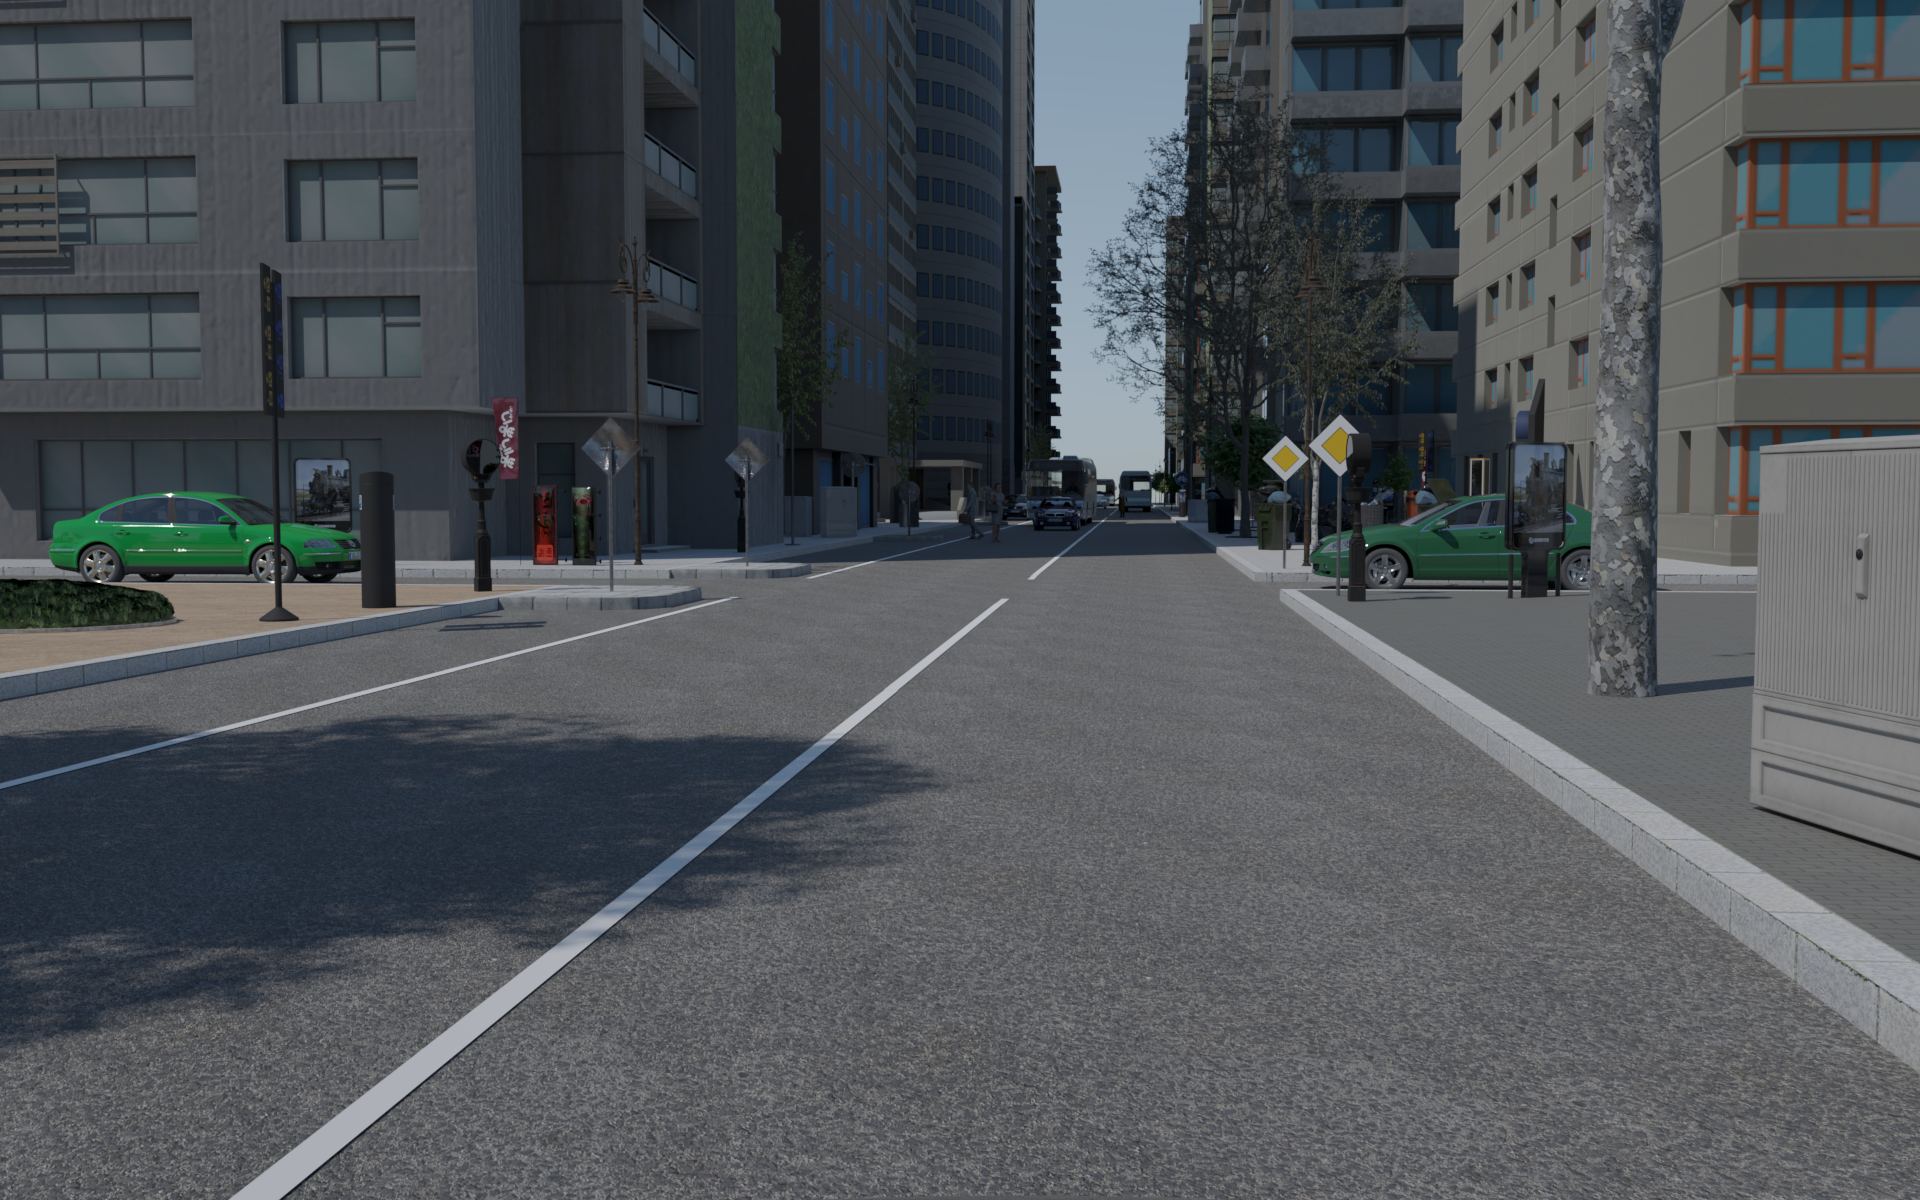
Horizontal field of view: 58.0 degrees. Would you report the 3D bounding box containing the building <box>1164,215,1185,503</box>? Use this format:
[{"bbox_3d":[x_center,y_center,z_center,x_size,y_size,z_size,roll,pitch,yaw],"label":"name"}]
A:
[{"bbox_3d":[37.224,-34.950,255.023,14.154,41.232,14.086,0,4,6],"label":"building"}]

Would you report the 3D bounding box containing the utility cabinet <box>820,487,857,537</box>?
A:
[{"bbox_3d":[-3.573,-2.600,51.194,1.173,1.500,0.318,-3,5,-43],"label":"utility cabinet"}]

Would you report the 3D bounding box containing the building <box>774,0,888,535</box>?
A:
[{"bbox_3d":[-10.409,-25.070,60.009,14.600,45.320,14.200,0,4,6],"label":"building"}]

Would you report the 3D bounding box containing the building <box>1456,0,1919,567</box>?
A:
[{"bbox_3d":[29.390,-12.060,42.217,28.899,21.520,27.650,0,4,6],"label":"building"}]

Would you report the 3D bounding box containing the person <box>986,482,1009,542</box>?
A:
[{"bbox_3d":[1.093,-2.620,51.690,0.716,1.782,0.532,-2,4,-33],"label":"person"}]

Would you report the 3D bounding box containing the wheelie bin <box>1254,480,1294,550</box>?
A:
[{"bbox_3d":[7.184,-1.941,39.638,0.693,1.594,0.980,-3,4,-37],"label":"wheelie bin"}]

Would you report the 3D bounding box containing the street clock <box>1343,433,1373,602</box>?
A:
[{"bbox_3d":[4.743,-0.984,20.656,0.358,2.002,0.471,0,4,2],"label":"street clock"}]

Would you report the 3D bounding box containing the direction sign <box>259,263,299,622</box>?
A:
[{"bbox_3d":[-6.902,-1.557,17.451,0.379,3.537,0.876,-1,4,-10],"label":"direction sign"}]

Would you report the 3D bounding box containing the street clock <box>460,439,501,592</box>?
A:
[{"bbox_3d":[-6.284,-1.113,22.761,0.471,2.002,0.358,-2,4,-33],"label":"street clock"}]

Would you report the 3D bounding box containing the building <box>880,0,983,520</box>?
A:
[{"bbox_3d":[-15.303,-24.567,93.558,32.217,40.220,23.993,0,4,6],"label":"building"}]

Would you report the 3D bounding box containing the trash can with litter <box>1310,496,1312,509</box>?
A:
[{"bbox_3d":[14.151,-3.637,70.523,1.678,1.210,2.233,-3,5,-40],"label":"trash can with litter"}]

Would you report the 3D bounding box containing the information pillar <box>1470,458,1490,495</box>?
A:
[{"bbox_3d":[10.734,-1.915,35.796,0.304,2.012,0.304,3,5,41],"label":"information pillar"}]

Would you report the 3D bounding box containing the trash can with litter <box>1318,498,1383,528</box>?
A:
[{"bbox_3d":[8.049,-1.313,32.526,2.233,1.210,1.678,2,4,25],"label":"trash can with litter"}]

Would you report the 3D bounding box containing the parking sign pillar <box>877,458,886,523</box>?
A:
[{"bbox_3d":[-4.075,-5.496,78.332,1.447,3.967,1.447,1,4,22],"label":"parking sign pillar"}]

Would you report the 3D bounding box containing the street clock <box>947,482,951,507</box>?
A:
[{"bbox_3d":[-0.600,-6.200,105.938,0.358,2.002,0.471,1,4,21],"label":"street clock"}]

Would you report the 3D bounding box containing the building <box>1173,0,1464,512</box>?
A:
[{"bbox_3d":[32.261,-33.166,161.876,23.786,49.044,30.456,0,4,6],"label":"building"}]

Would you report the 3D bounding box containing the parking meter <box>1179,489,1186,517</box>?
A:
[{"bbox_3d":[12.276,-5.329,95.536,0.372,1.533,0.369,0,3,0],"label":"parking meter"}]

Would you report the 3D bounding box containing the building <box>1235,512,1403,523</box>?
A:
[{"bbox_3d":[25.138,-28.603,87.274,23.786,49.044,30.456,0,4,6],"label":"building"}]

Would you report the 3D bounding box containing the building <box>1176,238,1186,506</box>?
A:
[{"bbox_3d":[31.563,-25.950,195.977,14.160,30.474,14.107,0,4,6],"label":"building"}]

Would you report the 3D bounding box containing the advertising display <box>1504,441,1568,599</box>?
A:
[{"bbox_3d":[7.129,-0.993,21.450,0.974,1.923,0.123,-2,4,-31],"label":"advertising display"}]

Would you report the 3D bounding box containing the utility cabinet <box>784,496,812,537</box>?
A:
[{"bbox_3d":[-4.846,-2.496,51.963,0.306,1.237,1.020,-3,5,-43],"label":"utility cabinet"}]

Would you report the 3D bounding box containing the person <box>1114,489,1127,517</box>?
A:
[{"bbox_3d":[9.973,-5.992,107.198,0.721,1.736,1.217,3,5,44],"label":"person"}]

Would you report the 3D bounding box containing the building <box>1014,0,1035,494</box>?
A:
[{"bbox_3d":[0.365,-46.638,200.780,20.563,71.187,20.611,0,4,6],"label":"building"}]

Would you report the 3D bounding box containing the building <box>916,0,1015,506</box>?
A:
[{"bbox_3d":[-7.684,-35.336,119.747,21.231,58.520,28.212,0,4,6],"label":"building"}]

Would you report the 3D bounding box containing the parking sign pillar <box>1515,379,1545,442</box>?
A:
[{"bbox_3d":[13.163,-3.153,40.022,1.447,3.967,1.447,2,4,27],"label":"parking sign pillar"}]

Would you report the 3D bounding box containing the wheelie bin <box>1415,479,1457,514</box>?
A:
[{"bbox_3d":[9.759,-1.689,35.525,0.980,1.594,0.693,-3,4,-38],"label":"wheelie bin"}]

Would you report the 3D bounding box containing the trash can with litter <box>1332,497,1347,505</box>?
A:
[{"bbox_3d":[16.055,-3.733,72.422,1.055,1.170,0.624,-3,4,-38],"label":"trash can with litter"}]

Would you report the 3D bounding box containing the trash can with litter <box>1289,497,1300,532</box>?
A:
[{"bbox_3d":[10.826,-2.836,57.756,1.055,1.170,0.624,1,4,14],"label":"trash can with litter"}]

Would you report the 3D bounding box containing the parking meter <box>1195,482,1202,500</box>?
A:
[{"bbox_3d":[11.376,-4.709,82.696,0.255,1.863,0.399,1,4,22],"label":"parking meter"}]

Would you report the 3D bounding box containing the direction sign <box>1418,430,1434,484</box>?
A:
[{"bbox_3d":[16.454,-4.232,61.188,0.379,3.537,0.876,-1,4,-20],"label":"direction sign"}]

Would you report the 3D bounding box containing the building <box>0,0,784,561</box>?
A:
[{"bbox_3d":[-12.301,-21.683,38.110,14.154,41.232,14.086,0,4,6],"label":"building"}]

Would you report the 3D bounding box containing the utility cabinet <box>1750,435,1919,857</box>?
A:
[{"bbox_3d":[3.422,0.136,6.458,0.318,1.500,1.173,0,4,-6],"label":"utility cabinet"}]

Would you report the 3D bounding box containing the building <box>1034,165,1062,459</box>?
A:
[{"bbox_3d":[1.934,-34.962,226.247,22.147,44.769,28.867,0,4,6],"label":"building"}]

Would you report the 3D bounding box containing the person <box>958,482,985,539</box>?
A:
[{"bbox_3d":[0.359,-2.834,54.951,0.853,1.813,0.709,0,4,-2],"label":"person"}]

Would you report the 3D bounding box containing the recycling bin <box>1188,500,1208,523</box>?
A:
[{"bbox_3d":[10.744,-4.007,78.073,0.722,1.027,0.722,-1,4,-22],"label":"recycling bin"}]

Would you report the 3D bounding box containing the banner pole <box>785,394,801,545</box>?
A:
[{"bbox_3d":[-4.221,-3.277,43.590,0.401,3.779,0.863,0,4,-6],"label":"banner pole"}]

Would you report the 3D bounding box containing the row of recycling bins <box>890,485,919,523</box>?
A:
[{"bbox_3d":[-2.533,-4.329,77.888,1.069,1.692,3.534,1,4,8],"label":"row of recycling bins"}]

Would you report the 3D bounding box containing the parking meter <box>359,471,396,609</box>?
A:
[{"bbox_3d":[-6.570,-0.681,19.543,0.372,1.533,0.369,0,3,0],"label":"parking meter"}]

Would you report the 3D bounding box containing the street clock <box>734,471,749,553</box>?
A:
[{"bbox_3d":[-4.787,-2.044,37.985,0.358,2.002,0.471,-1,4,-17],"label":"street clock"}]

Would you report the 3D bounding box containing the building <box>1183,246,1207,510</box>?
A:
[{"bbox_3d":[31.431,-17.590,132.641,27.650,21.520,28.899,0,4,6],"label":"building"}]

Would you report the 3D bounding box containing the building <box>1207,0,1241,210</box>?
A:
[{"bbox_3d":[22.923,-26.162,111.340,14.154,41.232,14.086,0,4,6],"label":"building"}]

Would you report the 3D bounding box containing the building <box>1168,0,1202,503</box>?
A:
[{"bbox_3d":[39.571,-56.154,230.786,22.319,86.520,31.000,0,4,6],"label":"building"}]

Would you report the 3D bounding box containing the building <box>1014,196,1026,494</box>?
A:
[{"bbox_3d":[-1.263,-23.863,161.859,14.160,30.474,14.107,0,4,6],"label":"building"}]

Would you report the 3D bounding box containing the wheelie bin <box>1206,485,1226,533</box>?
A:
[{"bbox_3d":[8.517,-3.042,57.648,0.693,1.594,0.980,0,4,7],"label":"wheelie bin"}]

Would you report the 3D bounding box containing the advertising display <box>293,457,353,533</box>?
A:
[{"bbox_3d":[-11.300,-1.561,30.732,0.974,1.923,0.123,-2,4,-30],"label":"advertising display"}]

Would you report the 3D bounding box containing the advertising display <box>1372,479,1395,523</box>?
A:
[{"bbox_3d":[17.594,-4.079,71.908,0.974,1.923,0.123,3,4,38],"label":"advertising display"}]
